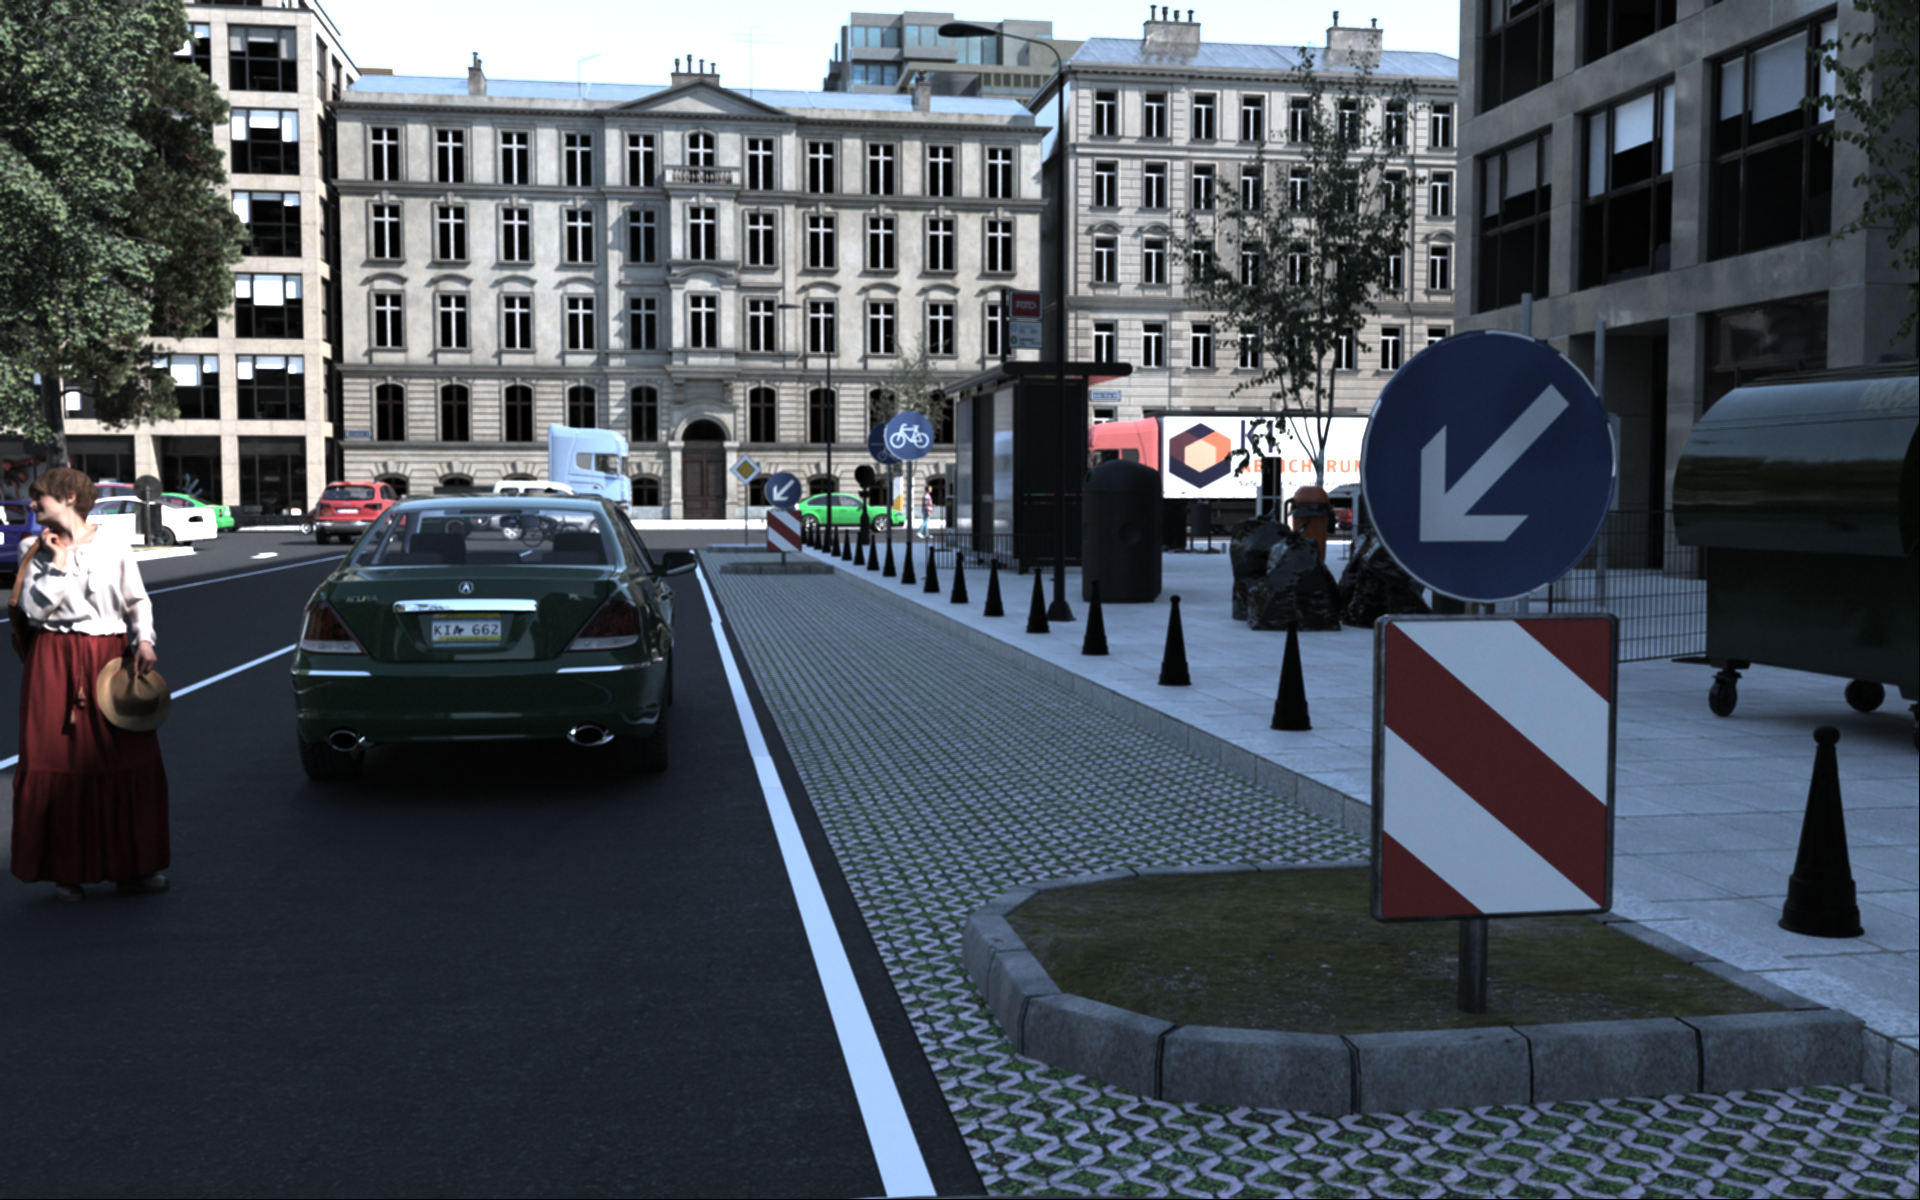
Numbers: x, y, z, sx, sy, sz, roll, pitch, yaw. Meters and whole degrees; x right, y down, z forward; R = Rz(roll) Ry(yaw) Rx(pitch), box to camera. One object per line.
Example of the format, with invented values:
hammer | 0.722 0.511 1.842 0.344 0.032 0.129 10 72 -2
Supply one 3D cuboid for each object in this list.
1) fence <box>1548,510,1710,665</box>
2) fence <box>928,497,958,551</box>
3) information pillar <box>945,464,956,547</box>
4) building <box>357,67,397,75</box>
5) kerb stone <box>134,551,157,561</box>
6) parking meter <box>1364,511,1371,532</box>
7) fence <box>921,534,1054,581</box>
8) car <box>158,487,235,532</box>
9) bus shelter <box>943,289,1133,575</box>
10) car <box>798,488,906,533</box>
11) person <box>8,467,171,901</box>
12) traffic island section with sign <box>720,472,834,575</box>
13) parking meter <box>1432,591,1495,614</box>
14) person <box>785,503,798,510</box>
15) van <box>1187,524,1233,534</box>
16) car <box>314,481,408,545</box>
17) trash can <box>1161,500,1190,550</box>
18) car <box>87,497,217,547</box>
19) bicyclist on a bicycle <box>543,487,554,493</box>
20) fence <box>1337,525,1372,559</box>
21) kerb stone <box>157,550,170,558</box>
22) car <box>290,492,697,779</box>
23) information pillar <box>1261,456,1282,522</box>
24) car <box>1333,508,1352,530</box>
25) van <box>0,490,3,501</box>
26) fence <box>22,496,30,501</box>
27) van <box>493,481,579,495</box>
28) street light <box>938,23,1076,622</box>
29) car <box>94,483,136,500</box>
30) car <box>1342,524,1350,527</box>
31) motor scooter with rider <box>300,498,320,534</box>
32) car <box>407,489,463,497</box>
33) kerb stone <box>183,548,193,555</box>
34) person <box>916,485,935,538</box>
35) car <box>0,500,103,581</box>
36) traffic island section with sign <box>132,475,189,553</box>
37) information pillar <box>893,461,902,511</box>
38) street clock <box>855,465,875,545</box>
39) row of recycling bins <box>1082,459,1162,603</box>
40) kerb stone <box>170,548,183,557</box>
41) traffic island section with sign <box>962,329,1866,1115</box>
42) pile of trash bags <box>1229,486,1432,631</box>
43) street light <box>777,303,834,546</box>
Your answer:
fence | 4.838 -0.075 12.431 2.264 1.192 0.480 -3 4 -38
fence | 0.089 -1.637 37.964 0.480 1.192 2.264 -2 4 -28
information pillar | -0.151 -2.316 42.359 0.304 2.012 0.304 3 5 43
building | -89.480 -42.761 241.139 28.212 58.520 21.231 -1 4 -9
kerb stone | -17.873 -0.965 37.983 0.120 0.150 1.000 -1 4 -9
parking meter | 9.111 -1.984 38.144 0.399 1.863 0.255 -1 4 -15
fence | 0.455 -0.645 25.927 2.069 0.683 0.278 1 4 14
car | -26.010 -2.881 55.904 4.718 1.807 1.959 -1 4 -10
bus shelter | 1.012 -3.305 31.666 2.179 5.291 8.768 -1 4 -9
car | -4.391 -3.430 64.874 4.718 1.807 1.959 -1 4 -10
person | -3.088 0.295 6.139 0.523 1.526 0.387 -2 4 -29
traffic island section with sign | -3.366 -1.402 31.557 1.989 1.847 2.006 -1 4 -9
parking meter | 3.366 -0.355 11.513 0.399 1.863 0.255 0 4 -1
person | -5.216 -2.774 54.443 0.593 1.750 0.643 3 5 39
van | 8.192 -3.392 62.475 4.112 2.044 2.013 -1 4 -8
car | -17.496 -2.578 50.831 2.281 1.827 5.304 -1 4 -9
trash can | 4.919 -1.727 39.897 0.748 1.137 0.748 0 3 0
car | -21.544 -1.944 44.142 4.827 1.381 2.083 -1 4 -9
bicyclist on a bicycle | -11.037 -2.248 46.771 1.625 1.676 1.499 -1 4 -11
fence | 7.992 -1.090 33.200 0.278 0.683 2.069 -2 4 -26
kerb stone | -18.049 -1.026 39.001 0.120 0.150 1.000 -1 4 -9
car | -2.623 0.095 10.239 2.131 1.459 4.920 -1 4 -9
information pillar | 6.060 -1.789 33.745 0.304 2.012 0.304 2 4 35
car | 17.023 -3.654 68.785 4.494 1.783 2.155 -1 4 -10
van | -38.112 -3.534 64.793 4.112 2.044 2.013 0 4 -7
fence | -38.314 -3.746 72.450 2.264 1.192 0.480 1 4 14
van | -12.595 -2.892 54.292 4.112 2.044 2.013 0 4 -8
street light | 0.473 -2.740 17.334 1.470 5.913 1.316 -1 4 -9
car | -29.415 -3.220 61.325 5.304 1.827 2.281 -1 4 -9
car | 17.737 -3.653 72.088 4.827 1.381 2.083 0 4 -8
motor scooter with rider | -22.414 -3.213 61.503 1.986 1.779 0.876 -1 4 -9
car | -17.543 -2.805 55.655 4.222 1.686 2.009 -1 4 -8
kerb stone | -18.383 -1.152 41.041 0.120 0.150 1.000 -1 4 -9
person | -1.137 -2.929 57.226 0.643 1.720 0.563 0 4 -7
car | -14.844 -0.917 27.569 1.945 1.354 3.894 -1 4 -8
traffic island section with sign | -19.473 -2.019 41.154 2.006 1.907 1.989 -1 4 -9
information pillar | -3.031 -5.648 83.702 0.504 3.616 0.183 2 4 28
street clock | -2.395 -2.385 43.567 0.471 2.002 0.358 2 4 33
row of recycling bins | 2.075 -0.909 21.976 1.069 1.692 3.534 0 4 6
kerb stone | -18.218 -1.090 40.016 0.120 0.150 1.000 -1 4 -9
traffic island section with sign | 1.056 0.225 4.951 1.989 1.847 2.006 -1 4 -9
pile of trash bags | 3.723 -0.492 17.797 1.912 1.369 3.447 0 4 5
street light | -3.755 -4.276 42.450 1.470 5.913 1.316 -1 4 -9
